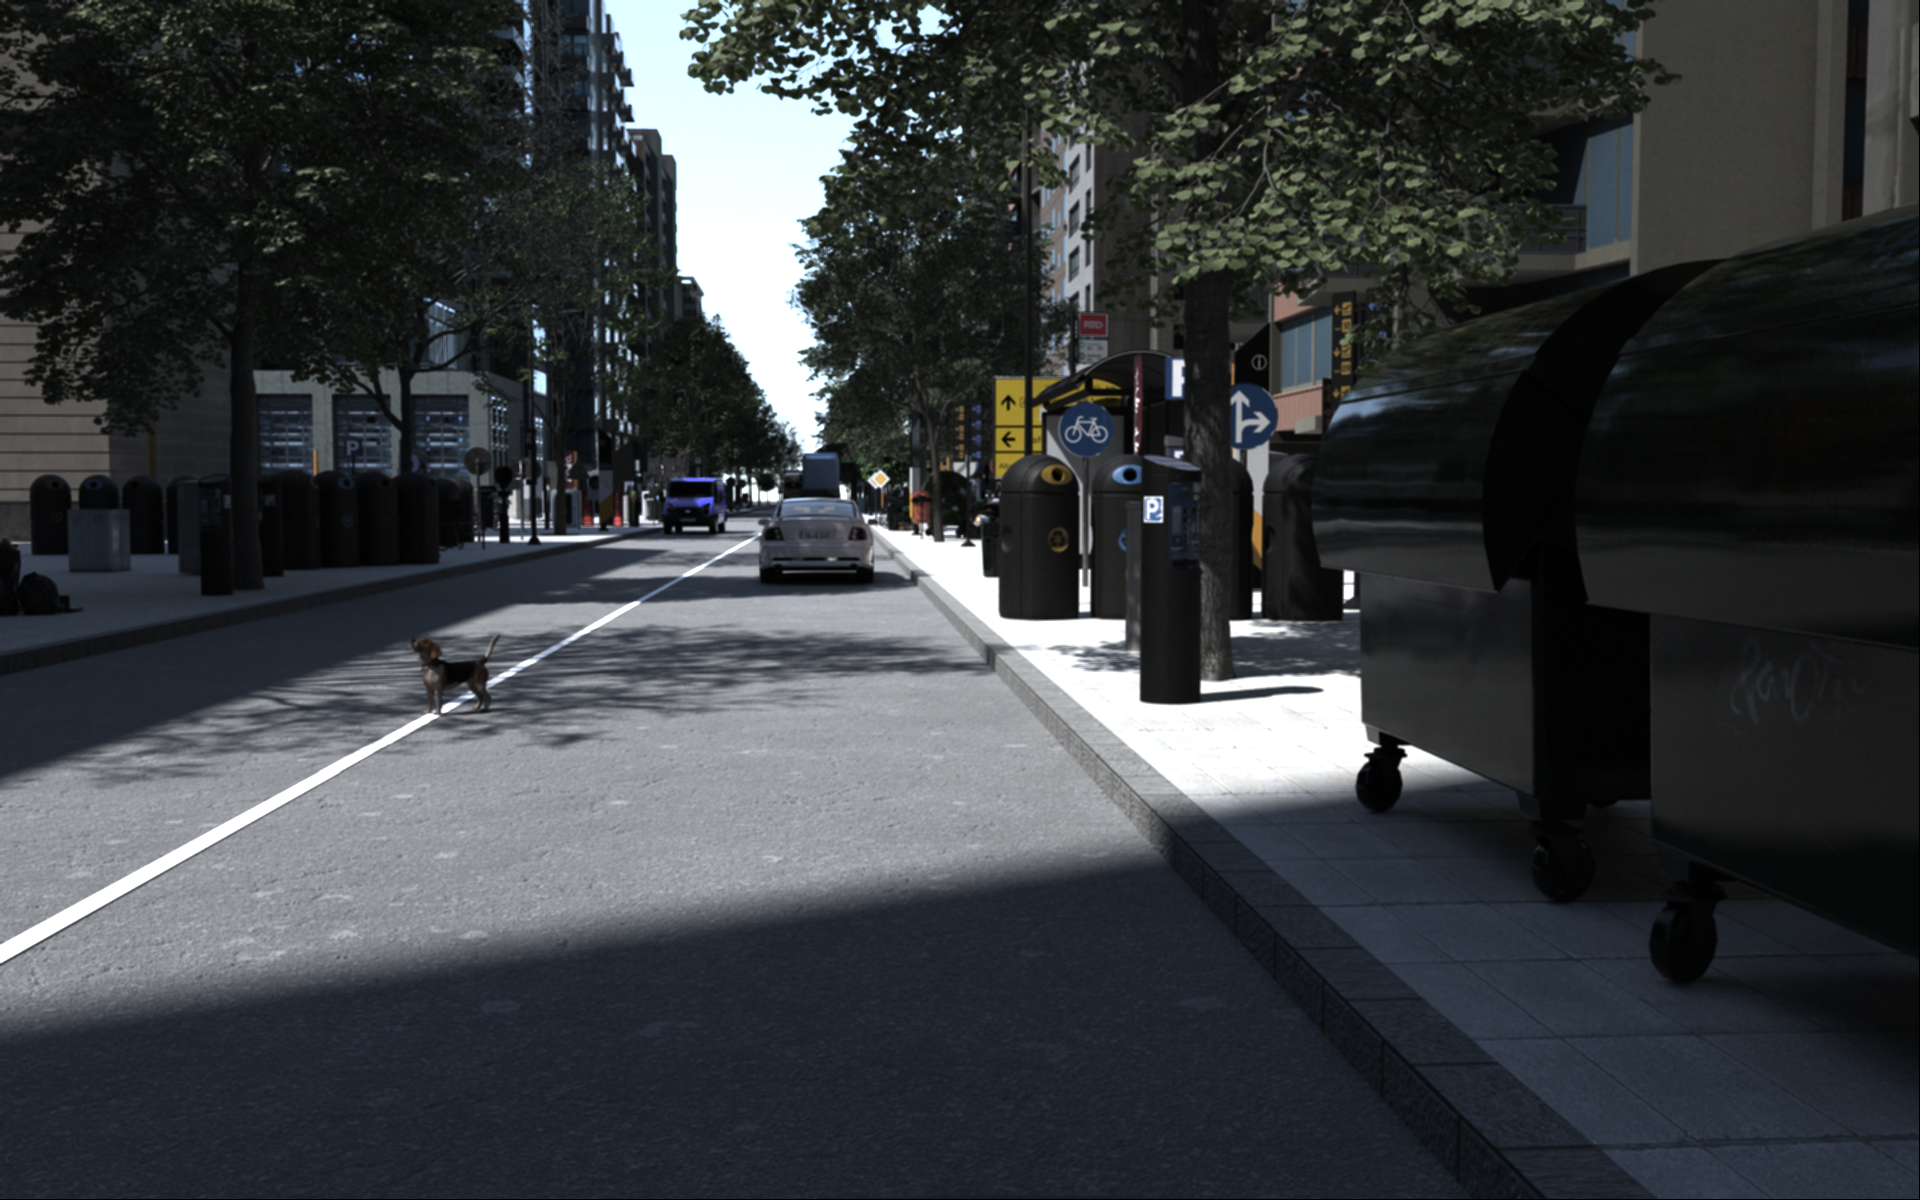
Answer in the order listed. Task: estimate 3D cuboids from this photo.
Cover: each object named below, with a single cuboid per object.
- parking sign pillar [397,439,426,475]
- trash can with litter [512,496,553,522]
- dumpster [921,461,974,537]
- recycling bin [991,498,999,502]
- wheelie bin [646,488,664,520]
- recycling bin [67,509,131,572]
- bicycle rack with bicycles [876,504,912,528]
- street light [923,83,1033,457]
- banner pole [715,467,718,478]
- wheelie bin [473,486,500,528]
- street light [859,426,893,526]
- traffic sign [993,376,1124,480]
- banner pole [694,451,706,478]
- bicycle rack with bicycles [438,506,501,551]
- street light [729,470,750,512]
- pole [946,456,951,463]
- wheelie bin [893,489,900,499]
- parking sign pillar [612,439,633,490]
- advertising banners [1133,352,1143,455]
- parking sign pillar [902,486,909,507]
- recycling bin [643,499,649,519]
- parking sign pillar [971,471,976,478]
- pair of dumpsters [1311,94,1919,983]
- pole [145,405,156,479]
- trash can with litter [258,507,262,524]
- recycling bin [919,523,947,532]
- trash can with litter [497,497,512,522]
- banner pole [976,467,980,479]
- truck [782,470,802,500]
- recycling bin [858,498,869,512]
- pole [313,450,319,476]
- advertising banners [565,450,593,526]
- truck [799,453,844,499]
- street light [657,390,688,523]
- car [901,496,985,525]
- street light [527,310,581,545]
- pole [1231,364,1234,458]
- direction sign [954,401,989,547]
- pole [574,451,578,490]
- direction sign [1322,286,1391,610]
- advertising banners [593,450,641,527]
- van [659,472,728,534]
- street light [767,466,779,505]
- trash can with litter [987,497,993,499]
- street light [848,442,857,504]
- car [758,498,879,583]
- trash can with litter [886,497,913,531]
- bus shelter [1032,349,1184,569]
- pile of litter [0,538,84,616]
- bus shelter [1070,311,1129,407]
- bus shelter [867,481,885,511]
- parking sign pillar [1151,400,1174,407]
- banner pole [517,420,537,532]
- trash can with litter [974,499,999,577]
[{"bbox_3d":[-26.638,-5.855,84.199,1.447,3.967,1.447,0,4,7],"label":"parking sign pillar"},{"bbox_3d":[-19.197,-4.166,79.169,2.233,1.210,1.678,1,4,23],"label":"trash can with litter"},{"bbox_3d":[-0.402,-3.040,52.193,1.502,2.255,1.985,0,4,-4],"label":"dumpster"},{"bbox_3d":[2.253,-5.317,99.484,0.722,1.027,0.722,3,5,41],"label":"recycling bin"},{"bbox_3d":[-14.922,-4.708,84.878,0.980,1.594,0.693,3,5,42],"label":"wheelie bin"},{"bbox_3d":[-14.288,-0.991,28.755,0.722,1.027,0.722,0,4,-1],"label":"recycling bin"},{"bbox_3d":[-1.948,-3.252,66.548,2.925,0.926,2.852,-1,4,-16],"label":"bicycle rack with bicycles"},{"bbox_3d":[0.241,-2.880,19.634,1.470,5.913,1.316,0,4,-4],"label":"street light"},{"bbox_3d":[-16.074,-7.647,115.045,0.401,3.779,0.863,-3,4,-36],"label":"banner pole"},{"bbox_3d":[-17.897,-3.534,65.687,0.980,1.594,0.693,0,3,0],"label":"wheelie bin"},{"bbox_3d":[-3.301,-5.942,69.694,1.470,5.913,1.316,0,4,-4],"label":"street light"},{"bbox_3d":[1.696,-2.206,29.937,2.265,3.308,0.079,0,4,1],"label":"traffic sign"},{"bbox_3d":[-14.789,-6.658,98.870,0.863,3.779,0.401,-2,4,-31],"label":"banner pole"},{"bbox_3d":[-12.271,-1.627,39.986,2.852,0.926,2.925,-3,4,-38],"label":"bicycle rack with bicycles"},{"bbox_3d":[-16.255,-9.450,127.049,1.470,5.913,1.316,0,4,-4],"label":"street light"},{"bbox_3d":[-0.541,-5.408,82.263,0.158,3.312,0.155,0,3,0],"label":"pole"},{"bbox_3d":[-4.081,-6.430,113.045,0.693,1.594,0.980,-3,5,-42],"label":"wheelie bin"},{"bbox_3d":[-16.671,-5.891,84.787,1.447,3.967,1.447,-1,4,-21],"label":"parking sign pillar"},{"bbox_3d":[2.155,-1.605,22.428,0.090,3.025,2.074,0,4,-4],"label":"advertising banners"},{"bbox_3d":[-2.924,-7.136,105.141,1.447,3.967,1.447,-2,4,-27],"label":"parking sign pillar"},{"bbox_3d":[-15.659,-4.601,87.779,0.722,1.027,0.722,-1,4,-17],"label":"recycling bin"},{"bbox_3d":[0.630,-7.891,117.492,1.447,3.967,1.447,2,4,29],"label":"parking sign pillar"},{"bbox_3d":[2.372,-0.152,4.973,1.574,2.255,4.437,0,4,-4],"label":"pair of dumpsters"},{"bbox_3d":[-18.609,-2.815,39.866,0.158,3.312,0.155,0,3,0],"label":"pole"},{"bbox_3d":[-12.893,-1.288,32.445,0.624,1.170,1.055,-2,4,-26],"label":"trash can with litter"},{"bbox_3d":[-0.930,-2.859,59.302,0.722,1.027,0.722,-2,4,-35],"label":"recycling bin"},{"bbox_3d":[-21.247,-4.199,80.033,0.624,1.170,1.055,1,4,23],"label":"trash can with litter"},{"bbox_3d":[1.356,-9.189,140.250,0.401,3.779,0.863,-3,4,-36],"label":"banner pole"},{"bbox_3d":[-19.749,-13.304,206.438,2.839,4.237,11.283,0,4,-5],"label":"truck"},{"bbox_3d":[-7.007,-6.909,125.510,0.722,1.027,0.722,0,4,3],"label":"recycling bin"},{"bbox_3d":[-29.500,-5.232,79.390,0.158,3.312,0.155,0,3,0],"label":"pole"},{"bbox_3d":[-14.783,-4.443,68.831,2.074,3.025,0.090,-1,4,-11],"label":"advertising banners"},{"bbox_3d":[-8.733,-7.160,106.817,2.967,4.110,18.799,0,4,-3],"label":"truck"},{"bbox_3d":[-12.796,-6.403,77.228,1.470,5.913,1.316,0,4,-4],"label":"street light"},{"bbox_3d":[-0.542,-3.766,73.373,4.920,1.459,2.131,0,4,-4],"label":"car"},{"bbox_3d":[-10.258,-4.358,43.790,1.470,5.913,1.316,0,4,-4],"label":"street light"},{"bbox_3d":[4.334,-2.037,27.152,0.158,3.312,0.155,0,3,0],"label":"pole"},{"bbox_3d":[0.201,-3.075,42.273,0.876,3.537,0.379,3,5,40],"label":"direction sign"},{"bbox_3d":[-18.326,-5.430,82.616,0.158,3.312,0.155,0,3,0],"label":"pole"},{"bbox_3d":[4.438,-1.668,19.272,0.379,3.537,0.876,-2,4,-31],"label":"direction sign"},{"bbox_3d":[-13.450,-4.401,68.141,2.074,3.025,0.090,2,4,23],"label":"advertising banners"},{"bbox_3d":[-9.700,-3.614,63.480,2.240,2.365,5.245,0,4,-3],"label":"van"},{"bbox_3d":[-21.920,-14.108,203.204,1.470,5.913,1.316,0,4,-4],"label":"street light"},{"bbox_3d":[0.613,-2.786,56.931,1.055,1.170,0.624,2,4,29],"label":"trash can with litter"},{"bbox_3d":[-5.835,-7.963,102.735,1.470,5.913,1.316,0,4,-4],"label":"street light"},{"bbox_3d":[-2.408,-1.041,29.386,2.083,1.381,4.827,0,4,-4],"label":"car"},{"bbox_3d":[-2.081,-3.003,60.486,1.055,1.170,0.624,3,5,43],"label":"trash can with litter"},{"bbox_3d":[2.357,-2.024,27.024,2.014,3.302,5.546,0,4,-4],"label":"bus shelter"},{"bbox_3d":[-10.320,-0.274,18.441,1.719,0.858,1.176,-1,4,-21],"label":"pile of litter"},{"bbox_3d":[2.390,-3.551,35.683,2.179,5.291,8.768,0,4,-4],"label":"bus shelter"},{"bbox_3d":[-6.470,-9.758,137.182,2.179,5.291,8.768,0,4,-4],"label":"bus shelter"},{"bbox_3d":[4.602,-3.078,38.804,1.447,3.967,1.447,-1,4,-14],"label":"parking sign pillar"},{"bbox_3d":[-14.613,-4.190,58.525,0.863,3.779,0.401,2,4,26],"label":"banner pole"},{"bbox_3d":[0.542,-0.959,27.060,0.624,1.170,1.055,0,4,2],"label":"trash can with litter"}]
